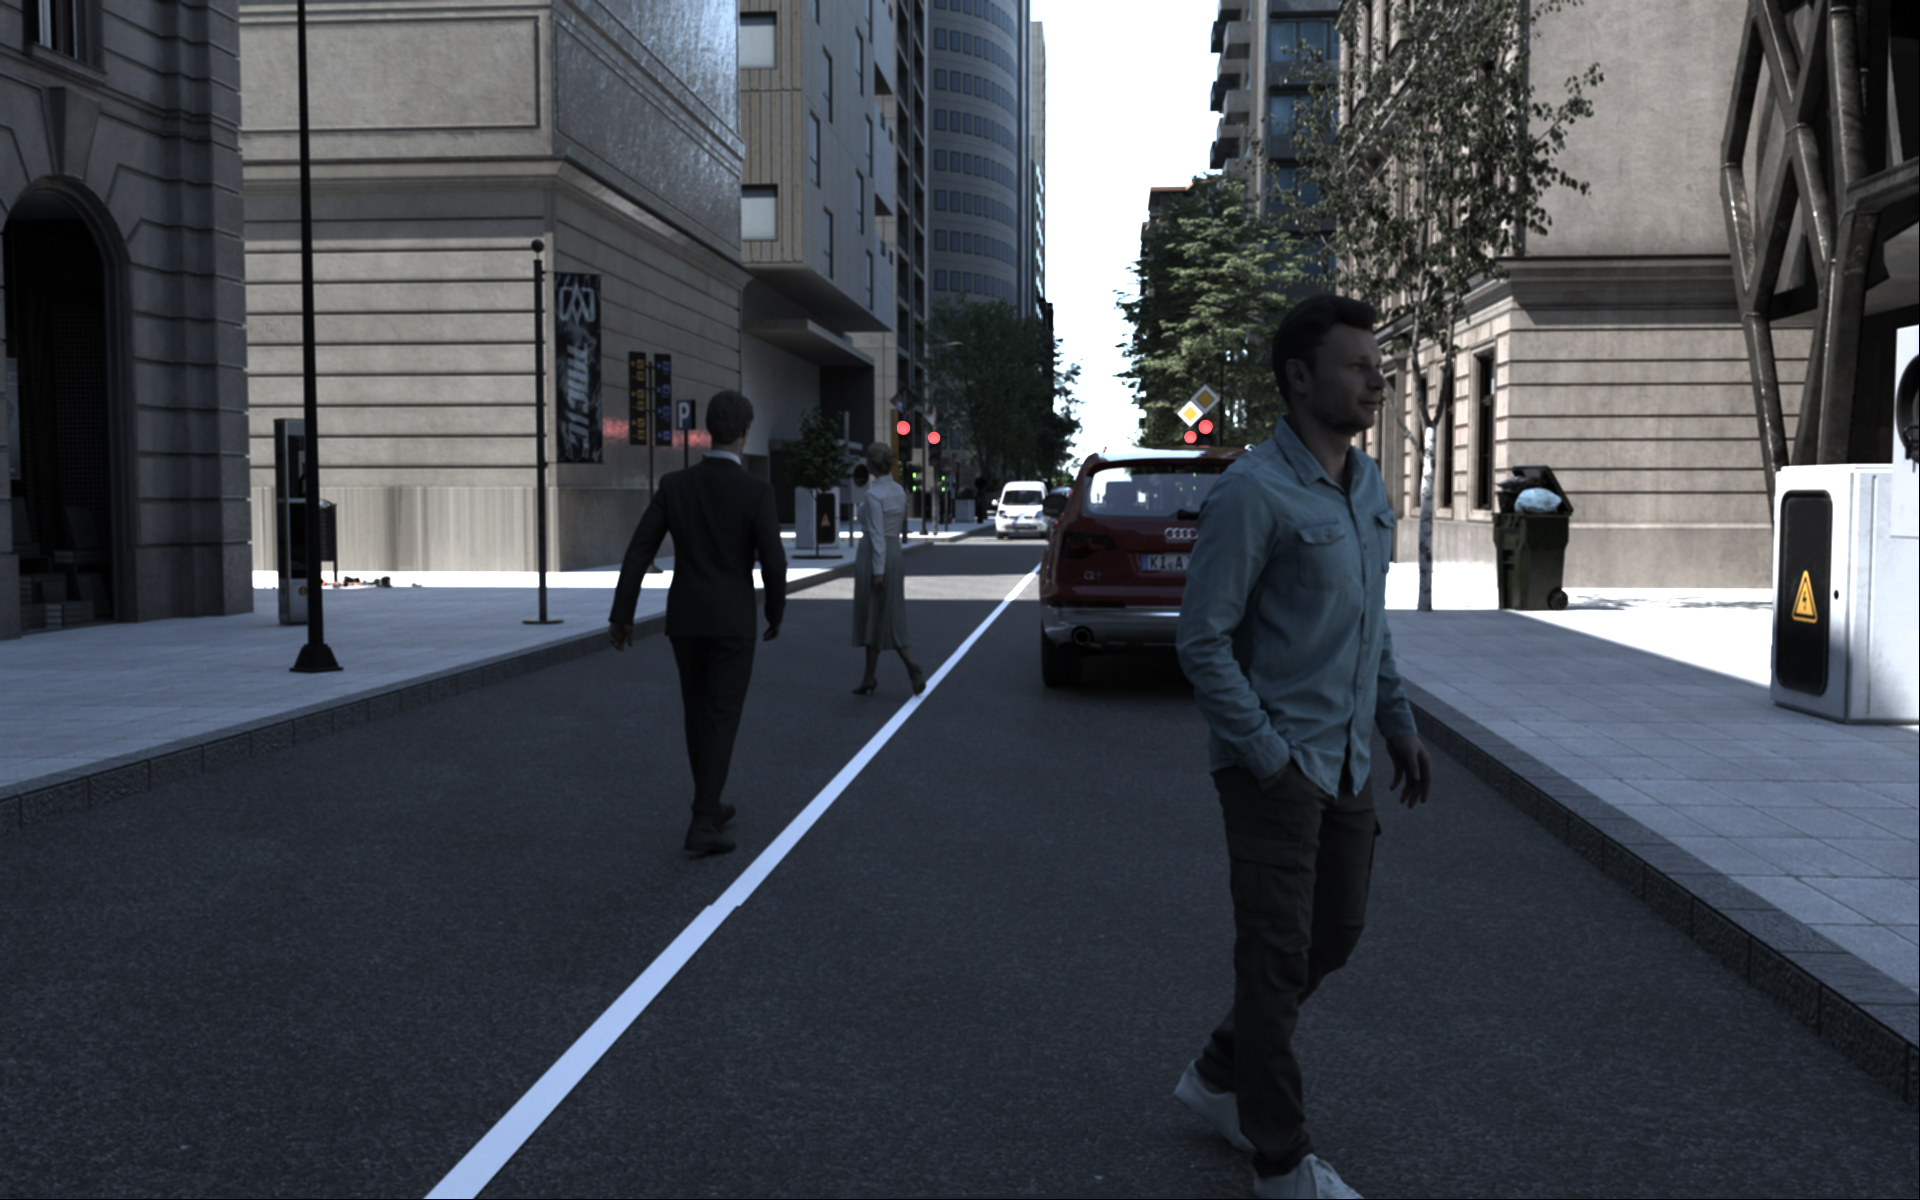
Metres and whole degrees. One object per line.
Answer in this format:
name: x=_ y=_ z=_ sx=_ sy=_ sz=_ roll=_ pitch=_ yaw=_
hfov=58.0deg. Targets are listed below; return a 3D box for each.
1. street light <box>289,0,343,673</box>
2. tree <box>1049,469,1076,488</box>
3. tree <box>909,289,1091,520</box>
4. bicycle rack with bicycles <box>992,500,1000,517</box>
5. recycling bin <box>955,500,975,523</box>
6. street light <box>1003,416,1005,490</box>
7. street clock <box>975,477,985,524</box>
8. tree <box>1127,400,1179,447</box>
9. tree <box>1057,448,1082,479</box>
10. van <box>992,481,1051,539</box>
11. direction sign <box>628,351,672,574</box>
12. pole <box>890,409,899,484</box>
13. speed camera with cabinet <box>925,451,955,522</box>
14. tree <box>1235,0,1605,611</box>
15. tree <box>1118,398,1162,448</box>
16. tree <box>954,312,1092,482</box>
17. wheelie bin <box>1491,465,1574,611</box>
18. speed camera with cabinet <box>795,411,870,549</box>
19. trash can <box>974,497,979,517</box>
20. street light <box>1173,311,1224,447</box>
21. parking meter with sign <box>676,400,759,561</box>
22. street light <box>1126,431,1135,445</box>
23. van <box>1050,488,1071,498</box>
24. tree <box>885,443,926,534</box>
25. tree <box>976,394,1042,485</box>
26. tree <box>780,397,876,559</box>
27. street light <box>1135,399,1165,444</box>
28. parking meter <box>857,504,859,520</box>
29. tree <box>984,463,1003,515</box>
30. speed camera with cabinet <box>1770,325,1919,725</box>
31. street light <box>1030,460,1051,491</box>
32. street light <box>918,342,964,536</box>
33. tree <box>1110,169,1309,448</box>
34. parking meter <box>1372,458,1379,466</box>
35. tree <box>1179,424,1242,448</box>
street light: x=-4.137 y=-2.435 z=12.348 sx=1.470 sy=5.913 sz=1.316 roll=0 pitch=4 yaw=5
tree: x=14.938 y=-15.861 z=243.039 sx=4.285 sy=4.588 sz=4.351 roll=0 pitch=3 yaw=0
tree: x=1.214 y=-9.894 z=87.518 sx=9.928 sy=11.665 sz=9.643 roll=0 pitch=3 yaw=0
bicycle rack with bicycles: x=1.502 y=-5.237 z=99.002 sx=2.852 sy=0.926 sz=2.925 roll=1 pitch=4 yaw=15
recycling bin: x=0.223 y=-4.011 z=78.141 sx=0.722 sy=1.027 sz=0.722 roll=1 pitch=4 yaw=23
street light: x=2.989 y=-7.537 z=95.778 sx=1.470 sy=5.913 sz=1.316 roll=0 pitch=4 yaw=5
street clock: x=0.877 y=-4.339 z=75.508 sx=0.358 sy=2.002 sz=0.471 roll=3 pitch=5 yaw=41
tree: x=13.726 y=-10.319 z=119.070 sx=4.360 sy=8.622 sz=3.978 roll=0 pitch=3 yaw=0
tree: x=17.303 y=-21.539 z=286.574 sx=8.767 sy=10.594 sz=7.601 roll=-1 pitch=4 yaw=-19
van: x=2.085 y=-3.018 z=56.348 sx=2.013 sy=2.044 sz=4.112 roll=0 pitch=4 yaw=5
direction sign: x=-4.975 y=-2.193 z=27.860 sx=0.379 sy=3.537 sz=0.876 roll=3 pitch=4 yaw=39
pole: x=-1.575 y=-2.931 z=41.763 sx=0.158 sy=3.312 sz=0.155 roll=0 pitch=3 yaw=0
speed camera with cabinet: x=-0.970 y=-5.213 z=79.569 sx=0.660 sy=3.252 sz=2.038 roll=-2 pitch=4 yaw=-30
tree: x=5.104 y=-4.197 z=18.981 sx=4.360 sy=8.622 sz=3.978 roll=0 pitch=3 yaw=0
tree: x=14.189 y=-11.127 z=132.290 sx=4.737 sy=8.622 sz=4.395 roll=0 pitch=3 yaw=0
tree: x=4.087 y=-13.108 z=120.978 sx=9.857 sy=13.997 sz=8.962 roll=0 pitch=3 yaw=0
wheelie bin: x=6.316 y=-0.688 z=19.152 sx=0.693 sy=1.594 sz=0.980 roll=-1 pitch=4 yaw=-17
speed camera with cabinet: x=-2.998 y=-2.849 z=40.909 sx=0.660 sy=3.252 sz=2.038 roll=3 pitch=4 yaw=38
trash can: x=0.728 y=-5.162 z=96.046 sx=0.748 sy=1.137 sz=0.748 roll=0 pitch=3 yaw=0
street light: x=6.122 y=-4.381 z=44.169 sx=1.470 sy=5.913 sz=1.316 roll=0 pitch=4 yaw=5
parking meter with sign: x=-4.453 y=-2.231 z=32.745 sx=1.738 sy=3.016 sz=0.543 roll=-3 pitch=5 yaw=-40
street light: x=13.139 y=-9.448 z=127.018 sx=1.470 sy=5.913 sz=1.316 roll=0 pitch=4 yaw=5
van: x=6.397 y=-6.294 z=109.918 sx=2.013 sy=2.044 sz=4.112 roll=0 pitch=4 yaw=5
tree: x=-2.167 y=-3.774 z=56.303 sx=1.663 sy=3.219 sz=1.824 roll=0 pitch=3 yaw=0
tree: x=3.257 y=-9.934 z=112.785 sx=4.737 sy=8.622 sz=4.395 roll=0 pitch=3 yaw=0
tree: x=-2.732 y=-2.447 z=34.613 sx=1.663 sy=3.219 sz=1.824 roll=0 pitch=3 yaw=0
street light: x=9.440 y=-6.852 z=84.577 sx=1.470 sy=5.913 sz=1.316 roll=0 pitch=4 yaw=5
parking meter: x=-4.897 y=-4.698 z=85.229 sx=0.372 sy=1.533 sz=0.369 roll=0 pitch=3 yaw=0
tree: x=1.872 y=-6.930 z=107.899 sx=1.663 sy=3.219 sz=1.824 roll=0 pitch=3 yaw=0
speed camera with cabinet: x=5.173 y=-0.925 z=9.453 sx=0.660 sy=3.252 sz=2.038 roll=0 pitch=4 yaw=2
street light: x=5.816 y=-9.583 z=129.221 sx=1.470 sy=5.913 sz=1.316 roll=0 pitch=4 yaw=5
street light: x=-0.581 y=-4.935 z=53.229 sx=1.470 sy=5.913 sz=1.316 roll=0 pitch=4 yaw=5
tree: x=8.783 y=-8.764 z=61.418 sx=7.486 sy=12.596 sz=7.792 roll=0 pitch=3 yaw=0
parking meter: x=6.568 y=-1.364 z=28.017 sx=0.255 sy=1.863 sz=0.399 roll=3 pitch=4 yaw=39
tree: x=10.085 y=-5.369 z=71.492 sx=4.285 sy=4.588 sz=4.351 roll=0 pitch=3 yaw=0
